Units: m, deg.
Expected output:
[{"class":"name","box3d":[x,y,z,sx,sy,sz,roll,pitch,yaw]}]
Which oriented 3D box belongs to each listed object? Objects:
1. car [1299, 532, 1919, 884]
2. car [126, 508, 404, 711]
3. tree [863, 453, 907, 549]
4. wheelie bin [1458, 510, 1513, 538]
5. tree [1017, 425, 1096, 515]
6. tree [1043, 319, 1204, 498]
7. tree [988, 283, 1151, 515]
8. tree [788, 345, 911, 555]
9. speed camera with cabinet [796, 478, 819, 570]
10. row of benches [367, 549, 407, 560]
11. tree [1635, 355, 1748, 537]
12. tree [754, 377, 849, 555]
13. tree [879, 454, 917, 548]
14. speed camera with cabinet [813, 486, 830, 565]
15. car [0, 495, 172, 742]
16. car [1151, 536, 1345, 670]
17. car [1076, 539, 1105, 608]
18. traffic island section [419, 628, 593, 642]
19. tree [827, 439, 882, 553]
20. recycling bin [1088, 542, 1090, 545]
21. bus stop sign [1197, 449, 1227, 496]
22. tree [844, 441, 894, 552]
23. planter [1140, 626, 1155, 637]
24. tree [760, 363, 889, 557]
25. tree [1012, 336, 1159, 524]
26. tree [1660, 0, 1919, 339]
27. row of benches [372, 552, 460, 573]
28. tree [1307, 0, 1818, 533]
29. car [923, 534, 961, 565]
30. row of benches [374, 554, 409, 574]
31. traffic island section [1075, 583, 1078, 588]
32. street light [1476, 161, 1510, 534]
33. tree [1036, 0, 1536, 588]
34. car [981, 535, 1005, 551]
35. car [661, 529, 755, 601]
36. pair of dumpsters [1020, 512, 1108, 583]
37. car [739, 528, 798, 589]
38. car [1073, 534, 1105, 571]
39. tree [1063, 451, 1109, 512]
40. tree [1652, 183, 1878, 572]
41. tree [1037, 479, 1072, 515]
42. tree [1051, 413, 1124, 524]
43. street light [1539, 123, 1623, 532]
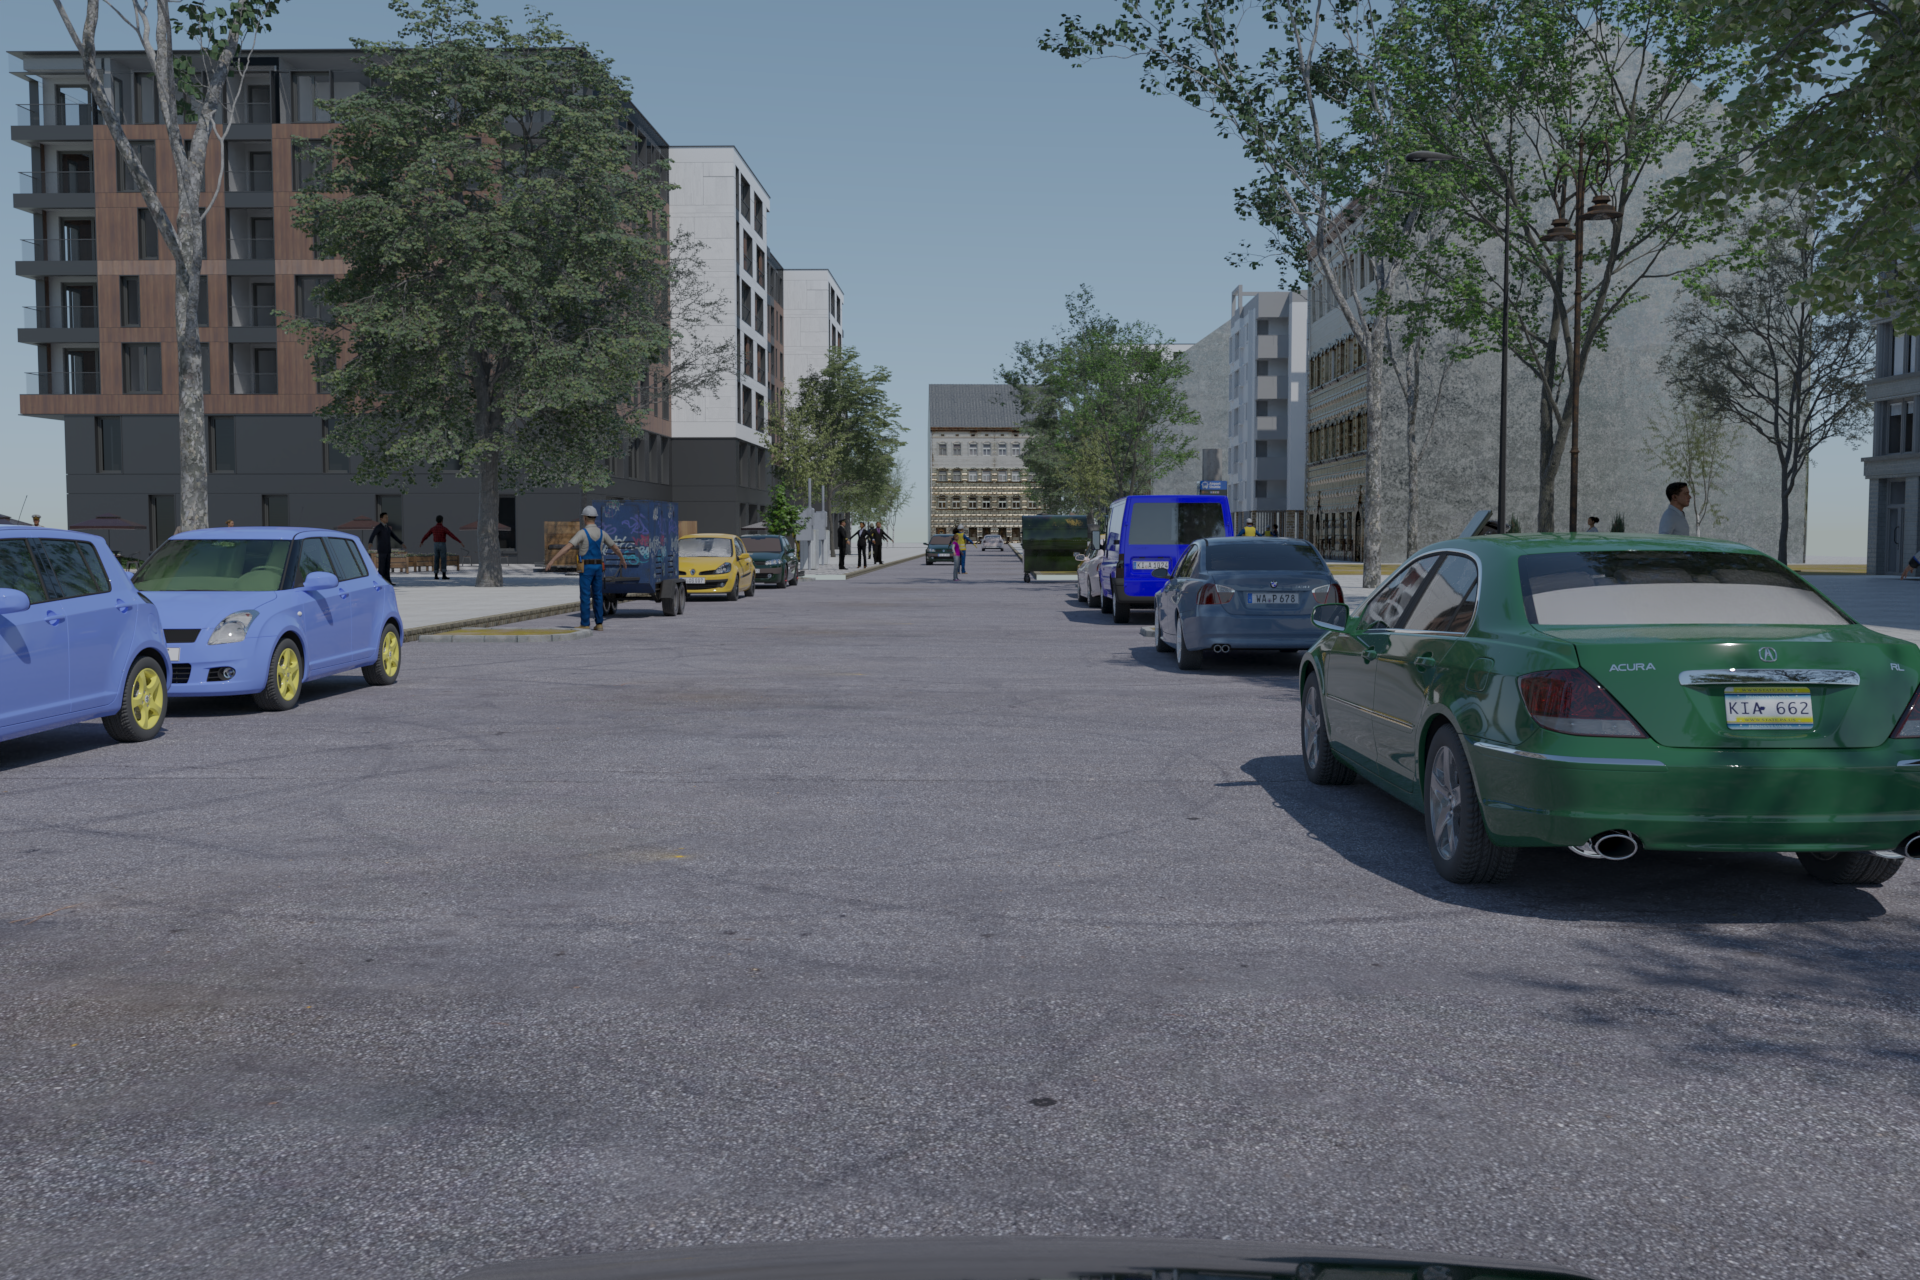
[{"class":"car","box3d":[2.910,0.200,8.522,2.131,1.459,4.920,0,4,0]},{"class":"car","box3d":[-6.248,-0.340,15.150,1.945,1.707,3.694,0,4,1]},{"class":"tree","box3d":[-6.307,-12.390,152.945,4.360,8.622,3.978,0,3,0]},{"class":"wheelie bin","box3d":[6.930,-0.921,22.968,0.693,1.594,0.980,0,4,2]},{"class":"tree","box3d":[9.109,-14.277,159.190,9.928,11.665,9.643,0,3,0]},{"class":"tree","box3d":[8.152,-9.745,85.090,9.928,11.665,9.643,0,3,0]},{"class":"tree","box3d":[8.493,-16.983,133.567,12.611,20.169,13.585,0,3,0]},{"class":"tree","box3d":[-6.852,-11.401,104.538,7.486,12.596,7.792,0,3,0]},{"class":"speed camera with cabinet","box3d":[-5.472,-4.141,62.038,0.660,3.252,2.038,0,4,3]},{"class":"row of benches","box3d":[-23.422,-3.359,70.382,1.422,0.672,4.104,0,4,0]},{"class":"tree","box3d":[30.024,-7.312,69.908,4.360,8.622,3.978,0,3,0]},{"class":"tree","box3d":[-7.542,-8.047,81.925,4.737,8.622,4.395,0,3,0]},{"class":"tree","box3d":[-6.189,-12.747,158.776,4.360,8.622,3.978,0,3,0]},{"class":"speed camera with cabinet","box3d":[-5.764,-4.718,71.472,0.660,3.252,2.038,0,4,1]},{"class":"car","box3d":[-6.476,-0.068,10.703,1.945,1.707,3.694,0,4,2]},{"class":"car","box3d":[3.206,-0.461,19.533,2.014,1.417,4.499,0,4,2]},{"class":"car","box3d":[3.421,-1.394,35.148,2.083,1.381,4.827,0,4,0]},{"class":"traffic island section","box3d":[-6.169,-0.064,23.909,1.991,0.108,1.994,0,4,1]},{"class":"tree","box3d":[-7.502,-10.091,115.343,4.360,8.622,3.978,0,3,0]},{"class":"recycling bin","box3d":[4.272,-2.737,57.297,0.722,1.027,0.722,0,4,0]},{"class":"bus stop sign","box3d":[7.788,-3.950,53.591,0.837,3.901,0.837,0,4,1]},{"class":"tree","box3d":[-6.912,-10.770,126.454,4.360,8.622,3.978,0,3,0]},{"class":"planter","box3d":[3.587,-0.213,24.615,1.991,0.319,1.994,0,4,1]},{"class":"tree","box3d":[-7.328,-9.840,95.291,7.601,10.594,8.767,1,4,8]},{"class":"tree","box3d":[8.130,-12.382,109.093,9.857,13.997,8.962,0,3,0]},{"class":"tree","box3d":[8.499,-5.740,11.983,7.486,12.596,7.792,0,3,0]},{"class":"row of benches","box3d":[-18.371,-2.649,58.780,1.422,0.672,4.104,1,4,19]},{"class":"tree","box3d":[9.619,-6.232,27.650,9.928,11.665,9.643,0,3,0]},{"class":"car","box3d":[-0.693,-4.337,80.690,2.009,1.686,4.222,0,4,1]},{"class":"row of benches","box3d":[-19.790,-2.442,55.395,4.104,0.672,1.422,-1,4,-18]},{"class":"traffic island section","box3d":[4.128,-1.462,46.769,1.991,0.108,1.994,0,4,1]},{"class":"street light","box3d":[7.182,-2.971,21.119,1.470,5.913,1.316,0,4,2]},{"class":"tree","box3d":[8.700,-11.354,41.529,12.611,20.169,13.585,0,3,0]},{"class":"car","box3d":[2.756,-8.148,145.575,2.083,1.381,4.827,0,4,1]},{"class":"car","box3d":[-5.583,-1.715,38.272,2.015,1.641,3.980,0,4,1]},{"class":"pair of dumpsters","box3d":[3.998,-2.828,51.192,4.436,2.255,1.574,0,3,0]},{"class":"car","box3d":[-5.394,-2.261,46.747,2.009,1.686,4.222,0,4,1]},{"class":"car","box3d":[3.637,-1.799,39.642,2.015,1.641,3.980,0,4,0]},{"class":"tree","box3d":[8.811,-10.381,120.089,4.737,8.622,4.395,0,3,0]},{"class":"tree","box3d":[28.232,-9.079,58.810,12.009,13.543,11.850,0,3,0]},{"class":"tree","box3d":[8.893,-11.920,145.250,4.360,8.622,3.978,0,3,0]},{"class":"tree","box3d":[7.595,-9.117,99.422,4.737,8.622,4.395,0,3,0]},{"class":"street light","box3d":[7.144,-2.893,20.086,0.468,5.910,1.993,0,4,1]}]
